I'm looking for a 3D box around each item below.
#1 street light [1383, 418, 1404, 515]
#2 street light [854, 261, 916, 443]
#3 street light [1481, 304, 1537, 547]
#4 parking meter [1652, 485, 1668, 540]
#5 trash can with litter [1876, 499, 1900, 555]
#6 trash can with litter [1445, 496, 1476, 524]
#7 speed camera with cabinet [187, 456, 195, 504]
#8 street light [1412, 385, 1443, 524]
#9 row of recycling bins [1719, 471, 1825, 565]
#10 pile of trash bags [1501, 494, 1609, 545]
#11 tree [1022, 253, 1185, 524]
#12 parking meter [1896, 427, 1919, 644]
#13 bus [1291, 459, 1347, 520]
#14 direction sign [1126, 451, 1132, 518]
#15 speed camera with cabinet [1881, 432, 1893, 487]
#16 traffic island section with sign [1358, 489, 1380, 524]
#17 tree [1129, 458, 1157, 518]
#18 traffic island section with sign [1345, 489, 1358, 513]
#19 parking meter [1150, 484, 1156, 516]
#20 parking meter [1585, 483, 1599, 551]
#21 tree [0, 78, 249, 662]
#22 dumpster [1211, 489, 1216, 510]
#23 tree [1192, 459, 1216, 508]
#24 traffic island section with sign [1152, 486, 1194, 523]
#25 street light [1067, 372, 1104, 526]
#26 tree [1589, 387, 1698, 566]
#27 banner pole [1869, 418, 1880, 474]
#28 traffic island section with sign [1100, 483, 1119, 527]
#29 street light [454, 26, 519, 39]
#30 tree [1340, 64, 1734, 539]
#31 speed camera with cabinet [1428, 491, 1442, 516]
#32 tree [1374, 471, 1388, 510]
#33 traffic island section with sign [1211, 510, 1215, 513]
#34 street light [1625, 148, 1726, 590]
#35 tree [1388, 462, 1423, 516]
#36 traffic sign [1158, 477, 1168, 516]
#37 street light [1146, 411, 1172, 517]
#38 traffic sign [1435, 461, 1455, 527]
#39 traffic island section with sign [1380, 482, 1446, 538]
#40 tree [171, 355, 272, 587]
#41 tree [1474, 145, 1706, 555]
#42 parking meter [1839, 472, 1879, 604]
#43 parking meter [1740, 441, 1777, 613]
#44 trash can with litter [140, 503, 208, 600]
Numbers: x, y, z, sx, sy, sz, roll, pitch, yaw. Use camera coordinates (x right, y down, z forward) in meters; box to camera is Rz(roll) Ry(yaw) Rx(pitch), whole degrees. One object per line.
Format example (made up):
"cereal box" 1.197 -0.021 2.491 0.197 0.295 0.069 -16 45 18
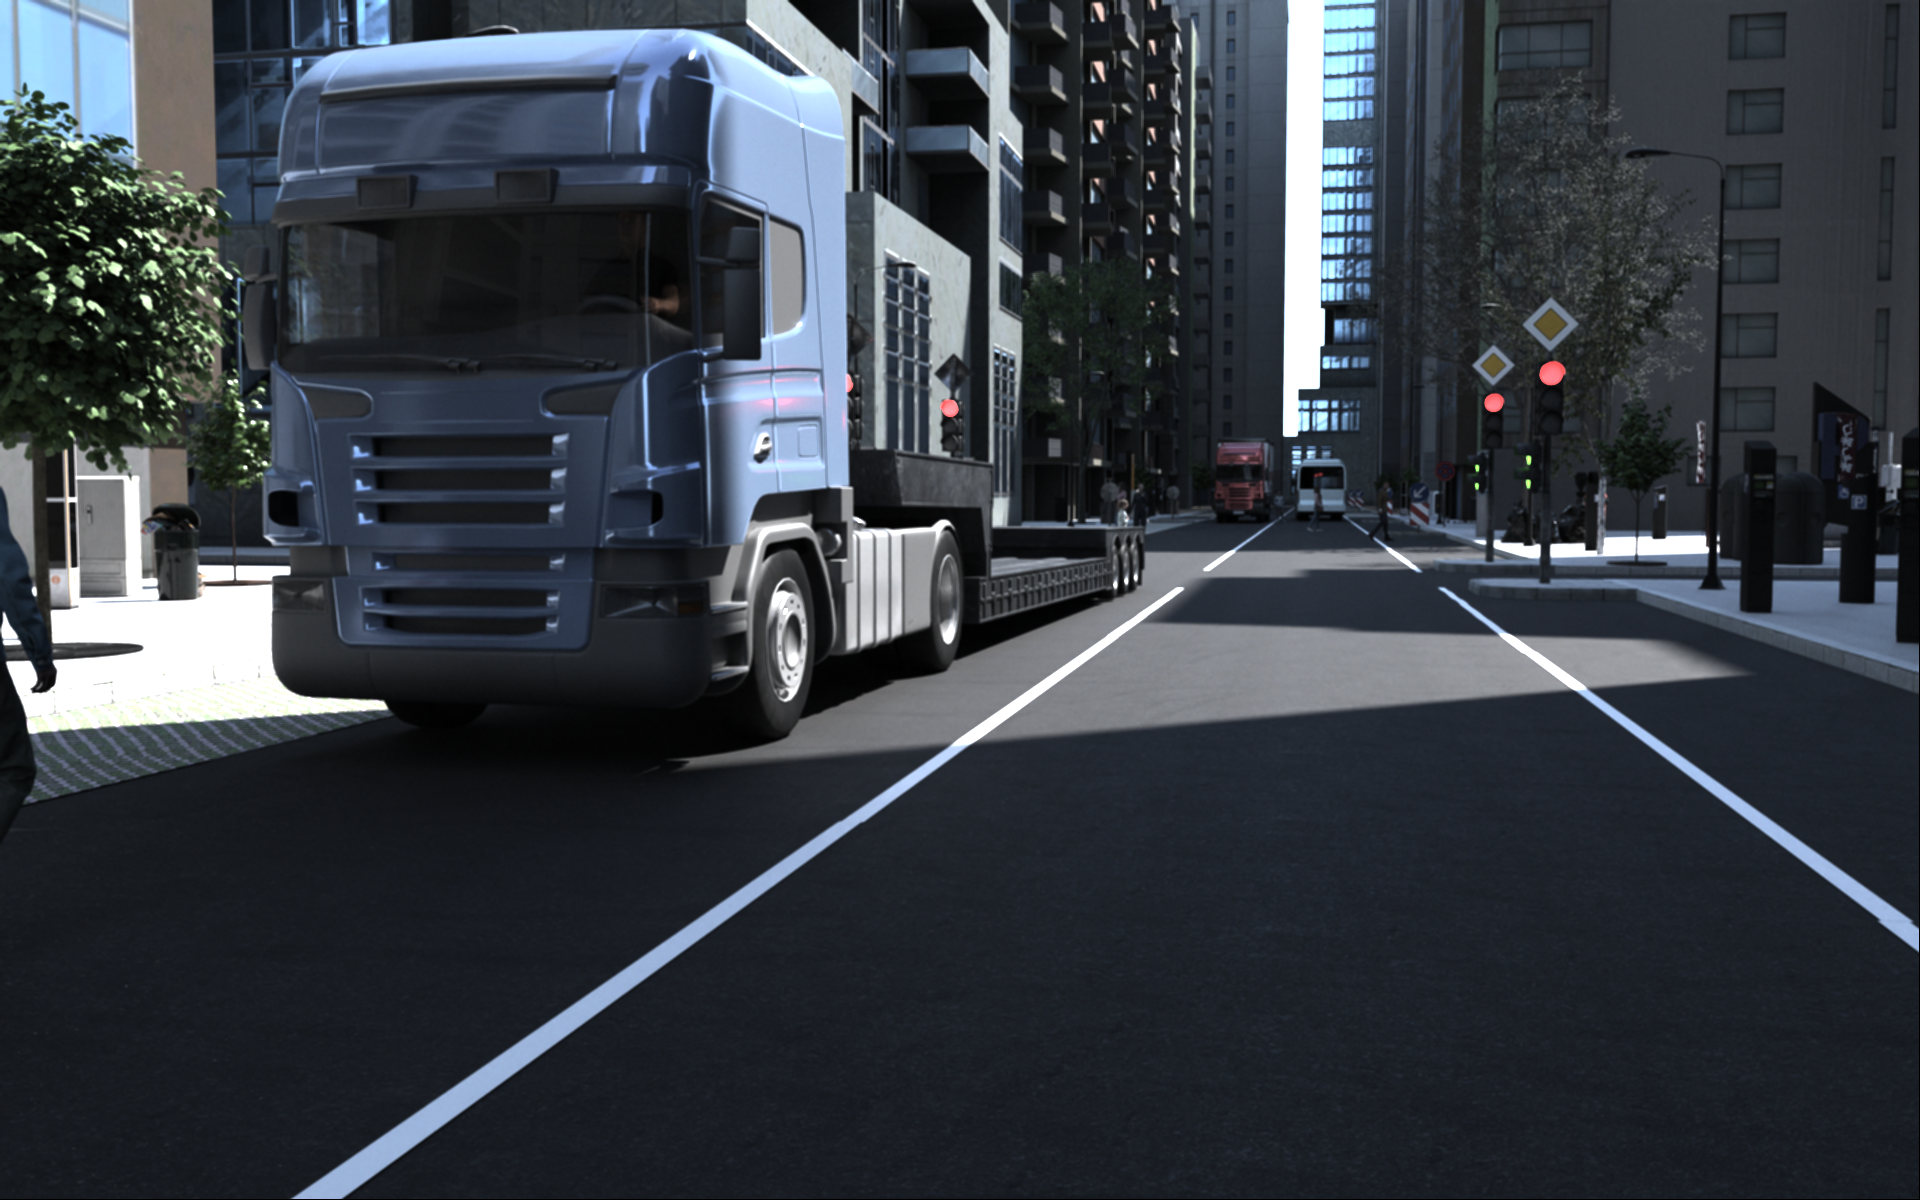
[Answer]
"street light" 26.457 -8.142 105.667 1.470 5.913 1.316 1 4 12
"street light" -1.564 -3.809 34.824 1.470 5.913 1.316 1 4 12
"street light" 13.438 -4.273 42.406 1.470 5.913 1.316 1 4 12
"parking meter" 19.808 -2.484 49.020 0.372 1.533 0.369 0 3 0
"trash can with litter" 19.338 -1.542 36.604 1.055 1.170 0.624 0 4 7
"trash can with litter" 22.102 -3.970 75.963 2.233 1.210 1.678 1 4 20
"speed camera with cabinet" -17.723 -2.704 38.551 0.660 3.252 2.038 0 4 -1
"street light" 19.968 -6.202 73.942 1.470 5.913 1.316 1 4 12
"row of recycling bins" 15.394 -1.583 32.992 1.069 1.692 3.534 0 4 5
"pile of trash bags" 15.554 -2.138 44.707 1.912 1.369 3.447 -1 4 -16
"tree" 5.379 -9.054 73.787 9.928 11.665 9.643 0 3 0
"parking meter" 8.288 -0.564 14.939 0.255 1.863 0.399 3 5 44
"bus" 20.332 -6.321 98.212 2.948 3.499 13.247 1 4 10
"direction sign" 8.878 -6.062 91.117 0.379 3.537 0.876 -1 4 -11
"speed camera with cabinet" 29.941 -3.694 54.728 0.660 3.252 2.038 0 4 -3
"traffic island section with sign" 20.587 -4.631 84.350 1.989 1.847 2.006 1 4 12
"tree" 9.748 -5.998 92.669 1.663 3.219 1.824 0 3 0
"traffic island section with sign" 30.411 -7.573 132.451 1.989 1.847 2.006 1 4 12
"parking meter" 11.175 -5.811 100.718 0.399 1.863 0.255 -3 5 -43
"parking meter" 14.339 -1.881 39.164 0.372 1.533 0.369 0 3 0
"tree" -7.286 -1.843 13.846 4.285 4.588 4.351 0 3 0
"dumpster" 20.701 -7.829 136.218 1.865 1.857 1.264 1 4 13
"tree" 21.690 -10.606 157.126 4.285 4.588 4.351 0 3 0
"traffic island section with sign" 10.563 -4.707 85.589 1.989 1.847 2.006 1 4 12
"street light" 4.780 -5.724 66.121 1.470 5.913 1.316 1 4 12
"tree" 12.181 -2.250 31.395 1.663 3.219 1.824 0 3 0
"banner pole" 29.873 -4.084 56.786 0.401 3.779 0.863 0 4 -2
"traffic island section with sign" 5.102 -3.070 58.823 1.989 1.847 2.006 1 4 12
"street light" -5.059 -2.748 17.465 1.470 5.913 1.316 1 4 12
"tree" 16.172 -8.478 48.992 12.009 13.543 11.850 0 3 0
"speed camera with cabinet" 28.414 -6.542 101.303 2.038 3.252 0.660 -1 4 -17
"tree" 33.059 -8.477 133.202 1.663 3.219 1.824 0 3 0
"traffic island section with sign" 20.548 -7.694 134.423 1.989 1.847 2.006 1 4 12
"street light" 9.626 -3.106 23.324 1.470 5.913 1.316 1 4 12
"tree" 26.851 -6.680 103.823 1.663 3.219 1.824 0 3 0
"traffic sign" 12.073 -6.187 103.286 0.606 2.300 0.079 1 4 16
"street light" 11.214 -7.647 97.569 1.470 5.913 1.316 1 4 12
"traffic sign" 18.807 -4.104 67.204 0.768 2.556 0.104 1 4 13
"traffic island section with sign" 15.195 -3.013 57.883 1.989 1.847 2.006 1 4 12
"tree" -10.167 -1.813 24.250 1.663 3.219 1.824 0 3 0
"tree" 13.382 -5.272 36.553 4.360 8.622 3.978 0 3 0
"parking meter" 10.597 -0.735 20.424 0.372 1.533 0.369 0 3 0
"parking meter" 8.661 -0.800 18.794 0.255 1.863 0.399 1 4 11
"trash can with litter" -9.578 -0.598 21.166 0.624 1.170 1.055 -1 4 -15
